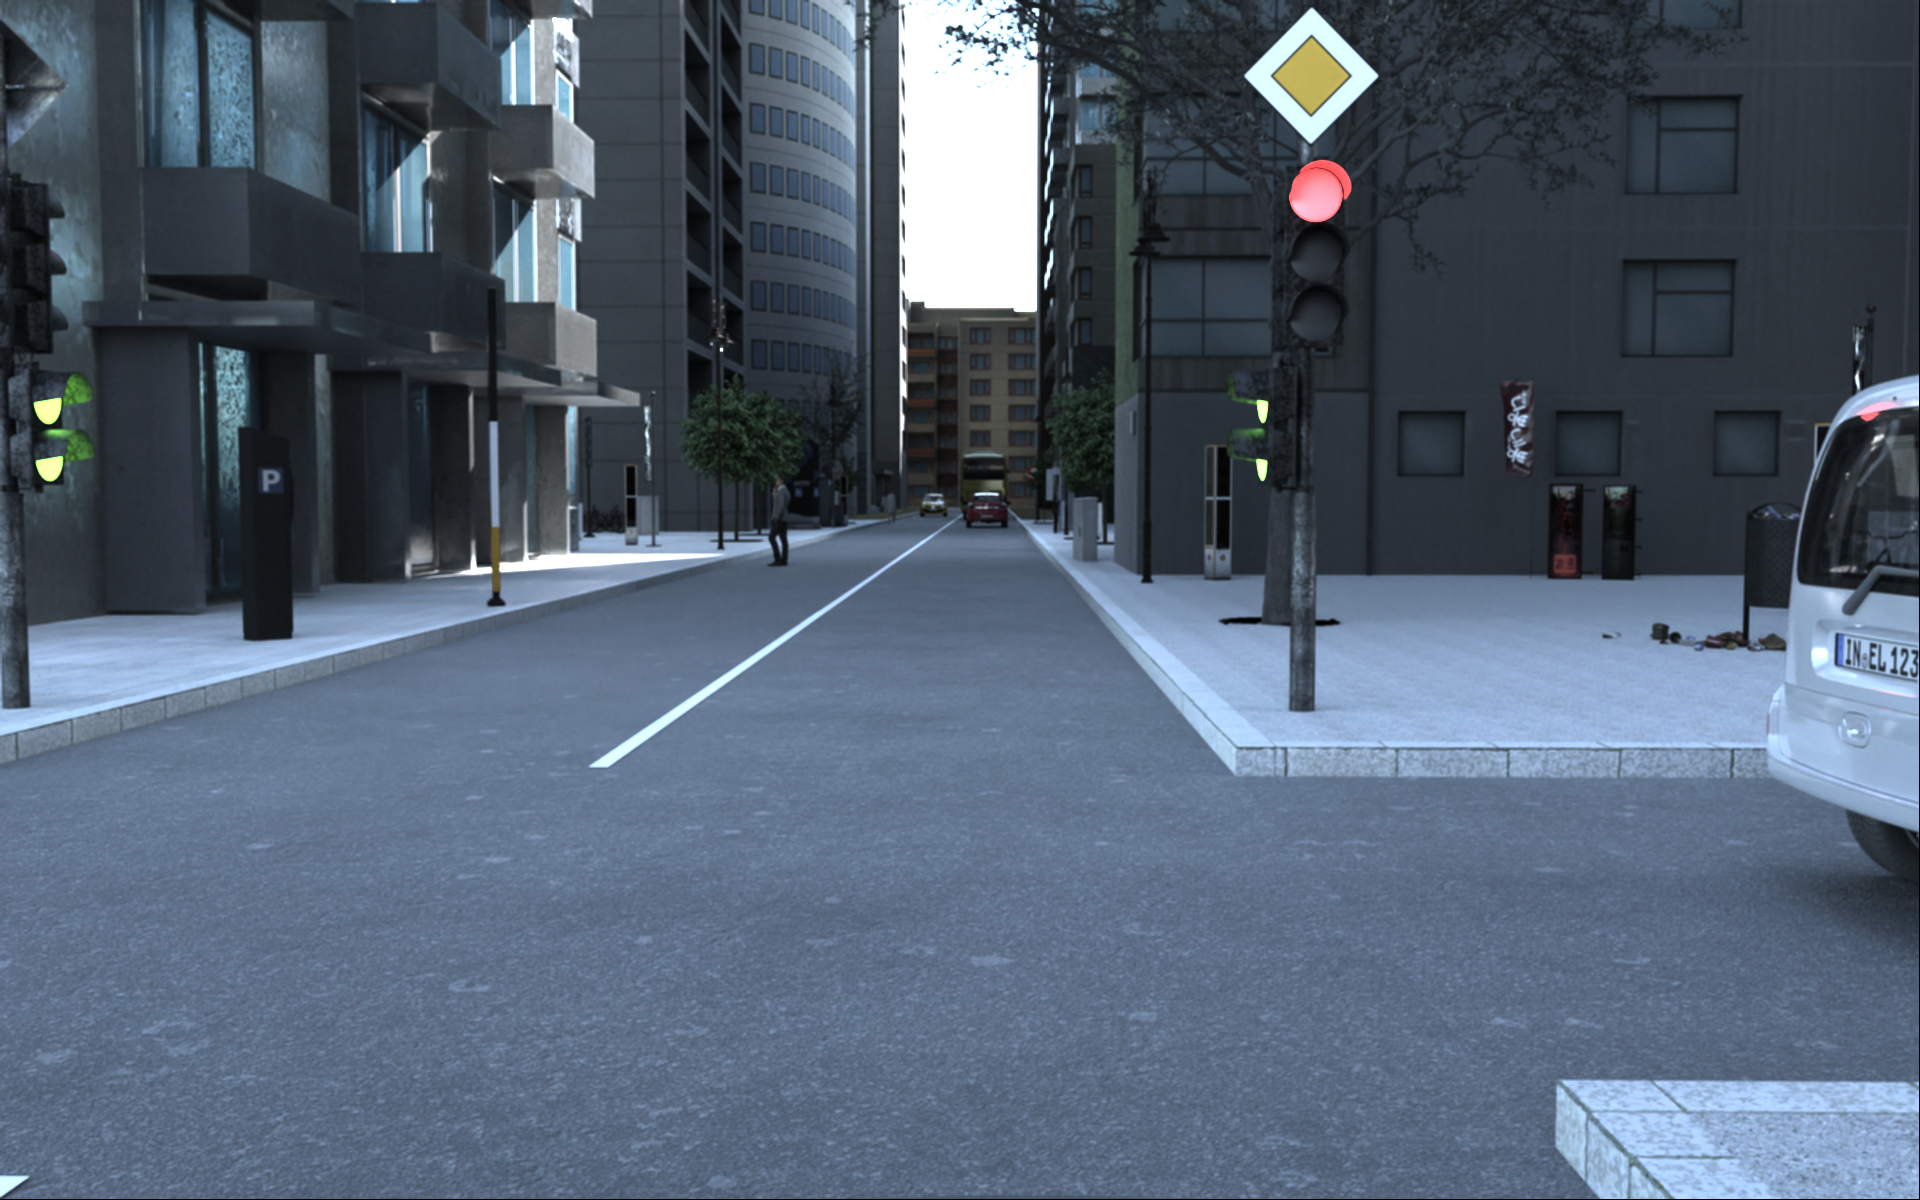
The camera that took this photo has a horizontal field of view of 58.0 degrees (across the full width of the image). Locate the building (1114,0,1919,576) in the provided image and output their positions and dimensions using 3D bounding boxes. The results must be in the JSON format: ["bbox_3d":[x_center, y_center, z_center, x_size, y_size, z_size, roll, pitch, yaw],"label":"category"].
[{"bbox_3d":[9.950,-21.366,32.930,14.154,41.232,14.086,0,4,1],"label":"building"}]

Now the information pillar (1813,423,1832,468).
[{"bbox_3d":[9.035,-0.821,17.918,0.304,2.012,0.304,-2,4,-34],"label":"information pillar"}]

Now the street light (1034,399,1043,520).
[{"bbox_3d":[3.809,-6.820,84.289,0.468,5.910,1.993,0,4,1],"label":"street light"}]

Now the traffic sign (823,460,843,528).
[{"bbox_3d":[-4.746,-3.960,64.852,0.768,2.556,0.104,0,4,7],"label":"traffic sign"}]

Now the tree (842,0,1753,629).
[{"bbox_3d":[3.215,-6.494,16.551,12.009,13.543,11.850,0,3,0],"label":"tree"}]

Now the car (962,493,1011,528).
[{"bbox_3d":[1.151,-4.039,75.081,2.155,1.783,4.494,0,4,0],"label":"car"}]

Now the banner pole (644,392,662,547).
[{"bbox_3d":[-7.619,-3.214,42.566,0.401,3.779,0.863,-2,4,-27],"label":"banner pole"}]

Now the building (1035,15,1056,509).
[{"bbox_3d":[13.743,-30.700,152.060,14.600,45.320,14.200,0,4,1],"label":"building"}]

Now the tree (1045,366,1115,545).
[{"bbox_3d":[3.798,-3.720,44.535,4.285,4.588,4.351,0,3,0],"label":"tree"}]

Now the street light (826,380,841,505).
[{"bbox_3d":[-5.071,-5.908,69.377,0.468,5.910,1.993,0,4,1],"label":"street light"}]

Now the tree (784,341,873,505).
[{"bbox_3d":[-6.037,-8.096,82.731,4.360,8.622,3.978,0,3,0],"label":"tree"}]

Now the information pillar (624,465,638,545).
[{"bbox_3d":[-8.253,-2.386,43.501,0.304,2.012,0.304,0,4,-8],"label":"information pillar"}]

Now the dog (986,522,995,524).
[{"bbox_3d":[1.502,-3.927,84.400,0.550,0.427,0.748,1,4,10],"label":"dog"}]

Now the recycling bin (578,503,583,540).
[{"bbox_3d":[-10.884,-2.179,48.179,0.722,1.027,0.722,-1,4,-8],"label":"recycling bin"}]

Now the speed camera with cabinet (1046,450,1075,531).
[{"bbox_3d":[3.514,-4.056,60.647,0.660,3.252,2.038,1,4,17],"label":"speed camera with cabinet"}]

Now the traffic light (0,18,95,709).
[{"bbox_3d":[-5.651,-1.307,10.283,0.839,4.253,0.868,0,4,1],"label":"traffic light"}]

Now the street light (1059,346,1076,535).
[{"bbox_3d":[3.345,-4.985,54.298,0.468,5.910,1.993,0,4,1],"label":"street light"}]

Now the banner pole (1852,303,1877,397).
[{"bbox_3d":[11.805,-1.999,22.695,0.863,3.779,0.401,-3,5,-44],"label":"banner pole"}]

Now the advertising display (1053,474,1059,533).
[{"bbox_3d":[3.170,-3.181,57.228,0.123,1.923,0.974,1,4,8],"label":"advertising display"}]

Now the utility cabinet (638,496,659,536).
[{"bbox_3d":[-9.778,-2.616,53.932,0.306,1.237,1.020,2,4,24],"label":"utility cabinet"}]

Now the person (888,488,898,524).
[{"bbox_3d":[-3.211,-4.452,82.040,0.466,1.731,0.760,0,4,7],"label":"person"}]

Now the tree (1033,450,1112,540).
[{"bbox_3d":[3.355,-3.321,48.904,1.663,3.219,1.824,0,3,0],"label":"tree"}]

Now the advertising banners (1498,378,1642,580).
[{"bbox_3d":[9.163,-1.828,26.072,2.074,3.025,0.090,1,4,20],"label":"advertising banners"}]

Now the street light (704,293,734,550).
[{"bbox_3d":[-5.543,-4.108,39.955,0.468,5.910,1.993,0,4,1],"label":"street light"}]

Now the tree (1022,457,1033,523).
[{"bbox_3d":[3.524,-4.919,75.025,1.663,3.219,1.824,0,3,0],"label":"tree"}]

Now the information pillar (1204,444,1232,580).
[{"bbox_3d":[3.853,-1.306,25.840,0.304,2.012,0.304,-1,4,-22],"label":"information pillar"}]

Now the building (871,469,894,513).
[{"bbox_3d":[-21.277,-26.551,125.992,32.217,40.220,23.993,0,4,1],"label":"building"}]

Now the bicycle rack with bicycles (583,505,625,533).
[{"bbox_3d":[-11.699,-2.667,56.988,2.925,0.926,2.852,0,4,-6],"label":"bicycle rack with bicycles"}]

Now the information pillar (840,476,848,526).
[{"bbox_3d":[-4.603,-3.931,68.763,0.304,2.012,0.304,0,4,0],"label":"information pillar"}]

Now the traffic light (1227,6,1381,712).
[{"bbox_3d":[2.009,-1.299,10.156,0.839,4.253,0.868,0,4,1],"label":"traffic light"}]

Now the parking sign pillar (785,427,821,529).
[{"bbox_3d":[-5.805,-4.578,63.317,1.447,3.967,1.447,2,4,27],"label":"parking sign pillar"}]

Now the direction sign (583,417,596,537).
[{"bbox_3d":[-11.001,-3.626,51.290,0.379,3.537,0.876,-1,4,-23],"label":"direction sign"}]

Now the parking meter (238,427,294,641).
[{"bbox_3d":[-6.107,-0.585,15.273,0.255,1.863,0.399,3,5,45],"label":"parking meter"}]

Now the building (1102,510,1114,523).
[{"bbox_3d":[15.939,-46.183,67.765,22.319,86.520,31.000,0,4,1],"label":"building"}]

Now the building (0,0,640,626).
[{"bbox_3d":[-18.418,-24.798,25.054,23.786,49.044,30.456,0,4,1],"label":"building"}]

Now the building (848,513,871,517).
[{"bbox_3d":[-16.621,-34.069,99.028,21.231,58.520,28.212,0,4,1],"label":"building"}]

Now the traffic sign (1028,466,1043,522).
[{"bbox_3d":[3.399,-4.724,77.341,0.768,2.556,0.104,0,4,4],"label":"traffic sign"}]

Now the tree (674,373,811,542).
[{"bbox_3d":[-6.035,-3.858,46.797,4.285,4.588,4.351,0,3,0],"label":"tree"}]

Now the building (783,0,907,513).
[{"bbox_3d":[-18.838,-37.136,149.177,28.212,58.520,21.231,0,4,1],"label":"building"}]

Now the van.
[{"bbox_3d":[4.950,0.085,5.629,4.112,2.044,2.013,0,4,1],"label":"van"}]

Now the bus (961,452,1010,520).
[{"bbox_3d":[1.457,-6.625,99.870,2.896,3.916,12.252,0,4,2],"label":"bus"}]

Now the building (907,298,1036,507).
[{"bbox_3d":[-5.439,-20.720,183.812,28.899,21.520,27.650,0,4,1],"label":"building"}]

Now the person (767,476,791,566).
[{"bbox_3d":[-3.620,-1.587,34.630,0.473,1.802,0.592,1,4,23],"label":"person"}]

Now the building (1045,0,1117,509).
[{"bbox_3d":[17.746,-31.191,129.582,23.786,49.044,30.456,0,4,1],"label":"building"}]

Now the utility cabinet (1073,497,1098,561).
[{"bbox_3d":[2.409,-1.364,33.463,0.306,1.237,1.020,0,4,-7],"label":"utility cabinet"}]

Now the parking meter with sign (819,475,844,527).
[{"bbox_3d":[-5.379,-4.362,67.585,1.738,3.016,0.543,1,4,17],"label":"parking meter with sign"}]

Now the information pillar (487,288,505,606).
[{"bbox_3d":[-5.375,-1.749,19.948,0.183,3.616,0.504,-1,4,-17],"label":"information pillar"}]

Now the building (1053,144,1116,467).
[{"bbox_3d":[19.731,-15.595,100.017,27.650,21.520,28.899,0,4,1],"label":"building"}]

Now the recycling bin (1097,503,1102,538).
[{"bbox_3d":[3.810,-2.366,51.241,0.722,1.027,0.722,1,4,13],"label":"recycling bin"}]

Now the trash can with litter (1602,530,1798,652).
[{"bbox_3d":[6.622,-0.225,14.743,1.678,1.210,2.233,-3,4,-37],"label":"trash can with litter"}]

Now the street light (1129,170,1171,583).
[{"bbox_3d":[2.705,-3.186,24.880,0.468,5.910,1.993,0,4,1],"label":"street light"}]

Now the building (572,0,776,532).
[{"bbox_3d":[-17.137,-38.464,67.144,20.563,71.187,20.611,0,4,1],"label":"building"}]

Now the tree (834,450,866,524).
[{"bbox_3d":[-5.098,-4.934,75.273,1.663,3.219,1.824,0,3,0],"label":"tree"}]

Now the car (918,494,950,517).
[{"bbox_3d":[-1.666,-6.123,110.327,2.015,1.641,3.980,0,4,1],"label":"car"}]
